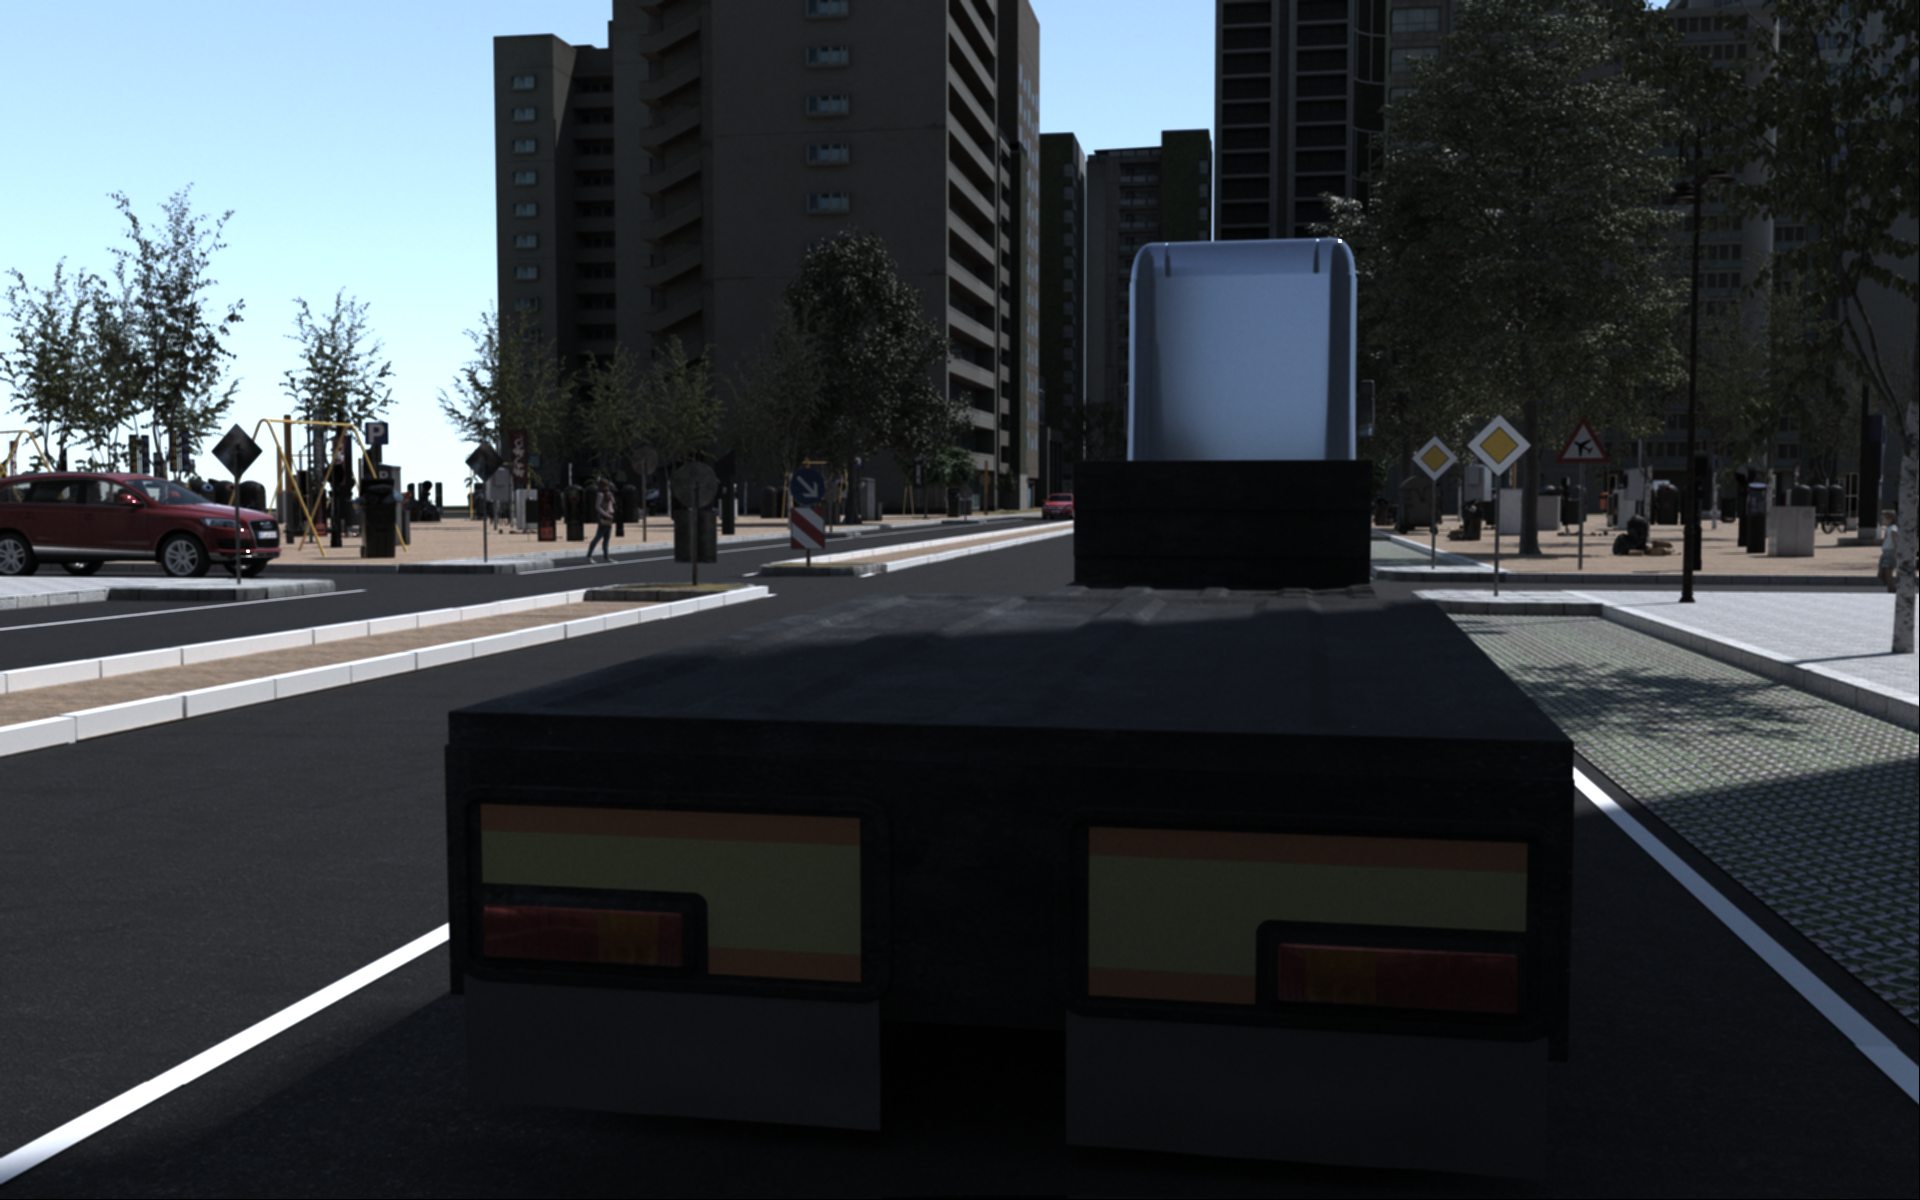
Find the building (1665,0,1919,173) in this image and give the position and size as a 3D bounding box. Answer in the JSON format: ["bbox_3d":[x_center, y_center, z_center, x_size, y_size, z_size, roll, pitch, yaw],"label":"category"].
[{"bbox_3d":[92.459,-39.521,188.165,28.212,58.520,21.231,1,4,10],"label":"building"}]

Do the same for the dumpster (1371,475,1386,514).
[{"bbox_3d":[19.269,-4.845,81.712,1.502,2.255,1.985,1,4,10],"label":"dumpster"}]

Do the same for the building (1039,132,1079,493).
[{"bbox_3d":[6.916,-31.584,199.993,14.086,41.232,14.154,1,4,10],"label":"building"}]

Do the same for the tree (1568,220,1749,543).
[{"bbox_3d":[18.033,-5.809,45.338,4.360,8.622,3.978,0,3,0],"label":"tree"}]

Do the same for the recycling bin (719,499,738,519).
[{"bbox_3d":[-11.753,-4.605,87.852,0.722,1.027,0.722,1,4,22],"label":"recycling bin"}]

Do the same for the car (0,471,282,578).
[{"bbox_3d":[-14.286,-1.287,29.710,5.304,1.827,2.281,1,4,9],"label":"car"}]

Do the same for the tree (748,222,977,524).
[{"bbox_3d":[-4.544,-9.577,73.585,9.611,12.733,9.660,0,3,0],"label":"tree"}]

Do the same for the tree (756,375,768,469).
[{"bbox_3d":[-13.296,-9.596,107.257,4.737,8.622,4.395,0,3,0],"label":"tree"}]

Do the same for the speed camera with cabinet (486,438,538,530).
[{"bbox_3d":[-15.889,-4.142,62.056,2.038,3.252,0.660,-2,4,-31],"label":"speed camera with cabinet"}]

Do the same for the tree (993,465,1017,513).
[{"bbox_3d":[3.229,-7.447,116.360,1.663,3.219,1.824,0,3,0],"label":"tree"}]

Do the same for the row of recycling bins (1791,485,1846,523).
[{"bbox_3d":[39.167,-4.359,78.379,3.534,1.692,1.069,-1,4,-20],"label":"row of recycling bins"}]

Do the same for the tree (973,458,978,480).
[{"bbox_3d":[-0.631,-7.089,99.622,4.285,4.588,4.351,0,3,0],"label":"tree"}]

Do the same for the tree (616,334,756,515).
[{"bbox_3d":[-12.483,-7.888,79.327,4.737,8.622,4.395,0,3,0],"label":"tree"}]

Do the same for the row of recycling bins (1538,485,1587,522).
[{"bbox_3d":[27.956,-4.545,81.425,1.069,1.692,3.534,-2,4,-31],"label":"row of recycling bins"}]

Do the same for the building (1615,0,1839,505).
[{"bbox_3d":[47.685,-27.162,135.972,32.217,40.220,23.993,1,4,10],"label":"building"}]

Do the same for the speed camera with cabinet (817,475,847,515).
[{"bbox_3d":[-7.873,-6.748,104.668,2.038,3.252,0.660,0,4,-7],"label":"speed camera with cabinet"}]

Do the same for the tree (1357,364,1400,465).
[{"bbox_3d":[23.349,-9.007,97.626,4.737,8.622,4.395,0,3,0],"label":"tree"}]

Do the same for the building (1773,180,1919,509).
[{"bbox_3d":[81.488,-23.720,159.525,14.107,30.474,14.160,1,4,10],"label":"building"}]

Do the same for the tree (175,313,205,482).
[{"bbox_3d":[-30.605,-6.821,61.892,4.737,8.622,4.395,0,3,0],"label":"tree"}]

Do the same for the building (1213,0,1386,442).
[{"bbox_3d":[39.497,-46.405,196.971,20.611,71.187,20.563,1,4,10],"label":"building"}]

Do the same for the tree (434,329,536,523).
[{"bbox_3d":[-20.868,-7.755,77.149,4.360,8.622,3.978,0,3,0],"label":"tree"}]

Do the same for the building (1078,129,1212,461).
[{"bbox_3d":[21.611,-31.473,198.175,14.086,41.232,14.154,1,4,10],"label":"building"}]

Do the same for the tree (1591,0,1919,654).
[{"bbox_3d":[7.506,-3.889,13.952,4.737,8.622,4.395,0,3,0],"label":"tree"}]

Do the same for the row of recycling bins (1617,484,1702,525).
[{"bbox_3d":[29.290,-4.023,72.888,3.534,1.692,1.069,1,4,21],"label":"row of recycling bins"}]

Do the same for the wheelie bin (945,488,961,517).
[{"bbox_3d":[-0.342,-5.331,95.075,0.980,1.594,0.693,0,4,-2],"label":"wheelie bin"}]

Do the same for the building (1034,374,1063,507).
[{"bbox_3d":[-6.522,-52.344,168.503,31.000,86.520,22.319,1,4,10],"label":"building"}]

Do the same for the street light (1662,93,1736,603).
[{"bbox_3d":[8.618,-2.909,20.348,0.468,5.910,1.993,1,4,10],"label":"street light"}]

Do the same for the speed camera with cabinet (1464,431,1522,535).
[{"bbox_3d":[16.921,-3.673,54.396,2.038,3.252,0.660,3,5,41],"label":"speed camera with cabinet"}]

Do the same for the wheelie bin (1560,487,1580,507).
[{"bbox_3d":[27.340,-4.258,77.527,0.980,1.594,0.693,0,4,3],"label":"wheelie bin"}]

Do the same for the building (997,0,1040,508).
[{"bbox_3d":[-0.851,-30.621,150.756,14.600,45.320,14.200,1,4,10],"label":"building"}]

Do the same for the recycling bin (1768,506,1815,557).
[{"bbox_3d":[17.129,-1.415,35.686,0.722,1.027,0.722,1,4,10],"label":"recycling bin"}]

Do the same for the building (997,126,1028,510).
[{"bbox_3d":[-2.477,-22.343,137.002,14.160,30.474,14.107,1,4,10],"label":"building"}]

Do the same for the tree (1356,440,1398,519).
[{"bbox_3d":[21.002,-6.486,89.754,4.285,4.588,4.351,0,3,0],"label":"tree"}]

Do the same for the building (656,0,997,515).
[{"bbox_3d":[-9.555,-30.298,119.078,21.300,48.544,21.600,1,4,10],"label":"building"}]

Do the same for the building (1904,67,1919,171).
[{"bbox_3d":[95.574,-29.002,157.780,14.086,41.232,14.154,1,4,10],"label":"building"}]

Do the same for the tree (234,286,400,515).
[{"bbox_3d":[-22.425,-6.835,62.122,4.737,8.622,4.395,0,3,0],"label":"tree"}]

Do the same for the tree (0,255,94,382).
[{"bbox_3d":[-28.260,-6.358,54.312,4.737,8.622,4.395,0,3,0],"label":"tree"}]

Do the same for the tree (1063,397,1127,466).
[{"bbox_3d":[14.169,-15.768,183.560,9.928,11.665,9.643,0,3,0],"label":"tree"}]

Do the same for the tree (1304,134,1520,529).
[{"bbox_3d":[16.255,-9.555,62.884,9.857,13.997,8.962,0,3,0],"label":"tree"}]

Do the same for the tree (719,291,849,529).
[{"bbox_3d":[-6.312,-6.877,62.805,4.360,8.622,3.978,0,3,0],"label":"tree"}]

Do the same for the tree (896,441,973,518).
[{"bbox_3d":[-1.838,-6.622,91.991,4.285,4.588,4.351,0,3,0],"label":"tree"}]

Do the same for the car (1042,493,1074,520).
[{"bbox_3d":[5.743,-5.415,97.579,2.155,1.783,4.494,1,4,12],"label":"car"}]

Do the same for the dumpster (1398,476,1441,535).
[{"bbox_3d":[14.750,-3.048,55.589,1.264,1.857,1.865,1,4,10],"label":"dumpster"}]

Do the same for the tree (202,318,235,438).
[{"bbox_3d":[-31.203,-7.276,69.323,4.737,8.622,4.395,0,3,0],"label":"tree"}]

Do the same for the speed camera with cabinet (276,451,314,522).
[{"bbox_3d":[-30.381,-5.187,79.142,0.660,3.252,2.038,1,4,16],"label":"speed camera with cabinet"}]

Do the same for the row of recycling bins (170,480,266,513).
[{"bbox_3d":[-22.452,-2.748,52.044,1.069,1.692,3.534,2,4,27],"label":"row of recycling bins"}]

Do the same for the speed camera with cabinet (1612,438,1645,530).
[{"bbox_3d":[24.070,-4.162,62.382,0.660,3.252,2.038,0,4,7],"label":"speed camera with cabinet"}]

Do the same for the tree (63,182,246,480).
[{"bbox_3d":[-19.031,-5.553,41.159,4.360,8.622,3.978,0,3,0],"label":"tree"}]

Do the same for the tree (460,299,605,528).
[{"bbox_3d":[-16.896,-7.073,66.009,4.737,8.622,4.395,0,3,0],"label":"tree"}]

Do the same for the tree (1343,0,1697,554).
[{"bbox_3d":[11.797,-7.258,36.788,7.486,12.596,7.792,0,3,0],"label":"tree"}]

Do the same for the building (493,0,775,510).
[{"bbox_3d":[-32.548,-33.743,175.397,21.600,48.544,21.300,1,4,10],"label":"building"}]

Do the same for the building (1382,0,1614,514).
[{"bbox_3d":[36.060,-26.609,118.657,14.154,41.232,14.086,1,4,10],"label":"building"}]

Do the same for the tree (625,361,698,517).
[{"bbox_3d":[-16.165,-8.872,95.424,4.360,8.622,3.978,0,3,0],"label":"tree"}]

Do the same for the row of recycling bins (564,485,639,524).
[{"bbox_3d":[-15.680,-4.211,75.969,3.534,1.692,1.069,-3,5,-42],"label":"row of recycling bins"}]

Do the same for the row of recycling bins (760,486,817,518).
[{"bbox_3d":[-9.105,-5.233,92.672,3.534,1.692,1.069,-3,5,-43],"label":"row of recycling bins"}]

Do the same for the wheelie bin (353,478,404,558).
[{"bbox_3d":[-11.692,-1.651,34.910,0.980,1.594,0.693,-2,4,-29],"label":"wheelie bin"}]

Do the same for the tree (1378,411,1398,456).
[{"bbox_3d":[23.526,-10.539,106.732,8.767,10.594,7.601,-1,4,-18],"label":"tree"}]

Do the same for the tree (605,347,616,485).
[{"bbox_3d":[-16.947,-8.196,84.371,4.737,8.622,4.395,0,3,0],"label":"tree"}]
